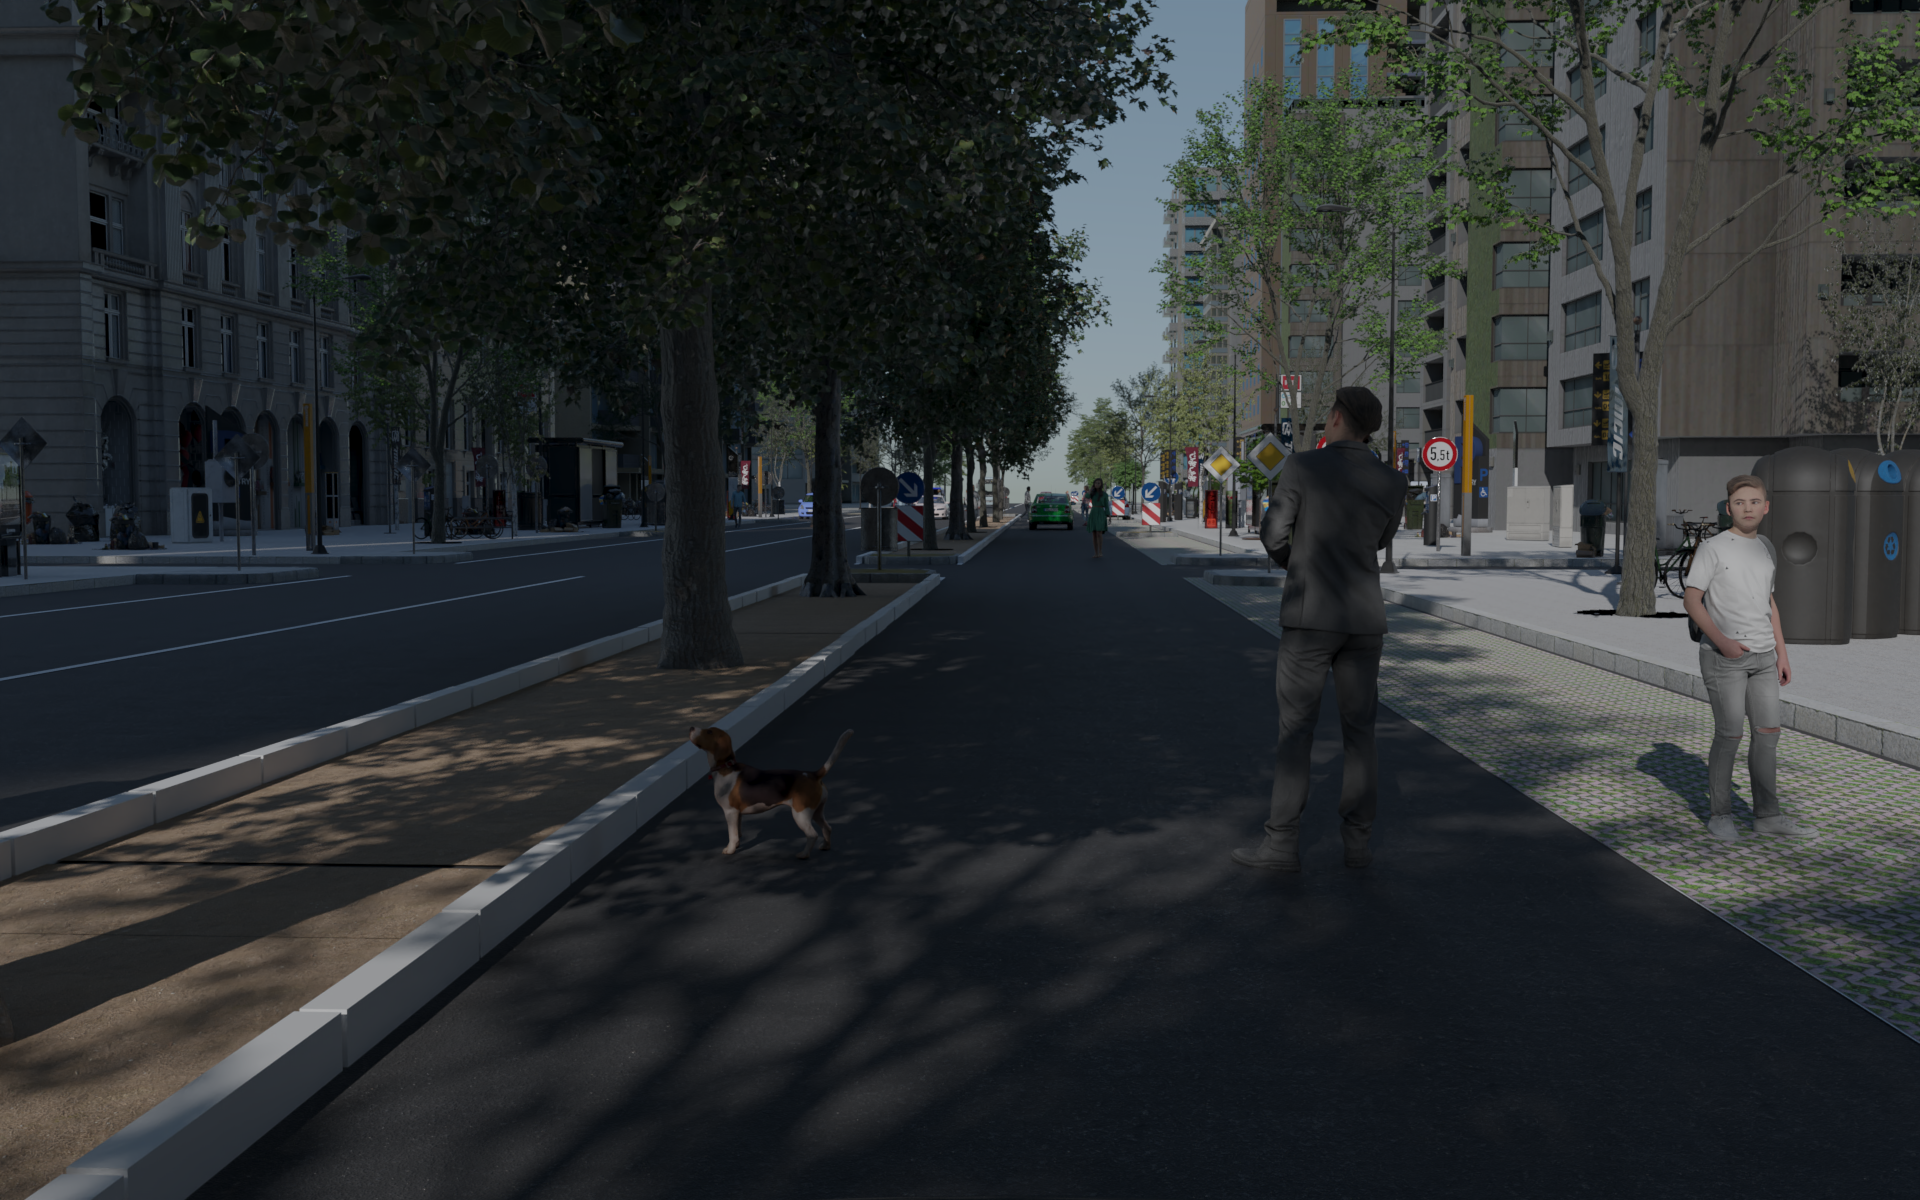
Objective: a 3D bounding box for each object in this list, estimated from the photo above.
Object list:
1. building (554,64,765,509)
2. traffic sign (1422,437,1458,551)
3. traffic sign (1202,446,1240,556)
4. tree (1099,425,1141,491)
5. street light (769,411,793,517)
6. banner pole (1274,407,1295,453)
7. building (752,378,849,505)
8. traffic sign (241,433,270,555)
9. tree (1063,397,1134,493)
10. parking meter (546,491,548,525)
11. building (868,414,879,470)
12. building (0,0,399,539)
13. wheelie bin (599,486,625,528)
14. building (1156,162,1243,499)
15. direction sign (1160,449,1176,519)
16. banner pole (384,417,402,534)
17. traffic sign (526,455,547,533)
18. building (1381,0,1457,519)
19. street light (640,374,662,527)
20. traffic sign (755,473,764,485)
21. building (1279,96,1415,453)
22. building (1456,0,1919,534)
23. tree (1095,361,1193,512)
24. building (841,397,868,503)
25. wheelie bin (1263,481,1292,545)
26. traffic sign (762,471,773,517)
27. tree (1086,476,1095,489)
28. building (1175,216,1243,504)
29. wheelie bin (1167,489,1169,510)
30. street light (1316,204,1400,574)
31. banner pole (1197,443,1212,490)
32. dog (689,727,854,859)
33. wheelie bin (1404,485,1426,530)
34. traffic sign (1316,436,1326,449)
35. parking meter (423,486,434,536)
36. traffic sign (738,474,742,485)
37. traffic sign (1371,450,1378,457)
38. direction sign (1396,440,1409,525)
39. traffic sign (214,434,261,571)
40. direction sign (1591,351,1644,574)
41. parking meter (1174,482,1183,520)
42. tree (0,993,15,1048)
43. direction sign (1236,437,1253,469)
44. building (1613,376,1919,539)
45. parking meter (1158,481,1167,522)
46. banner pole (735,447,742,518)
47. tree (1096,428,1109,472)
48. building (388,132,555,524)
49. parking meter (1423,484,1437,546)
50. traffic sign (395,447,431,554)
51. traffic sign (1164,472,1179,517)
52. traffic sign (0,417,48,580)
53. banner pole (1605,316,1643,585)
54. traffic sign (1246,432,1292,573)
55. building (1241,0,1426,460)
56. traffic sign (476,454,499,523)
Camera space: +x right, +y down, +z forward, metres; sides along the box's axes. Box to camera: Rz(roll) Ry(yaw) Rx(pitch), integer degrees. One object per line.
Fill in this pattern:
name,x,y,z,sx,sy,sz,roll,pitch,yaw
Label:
building,-29.827,-30.659,155.905,22.147,44.769,28.867,0,4,3
traffic sign,10.701,-2.360,38.688,0.768,2.556,0.104,1,4,11
traffic sign,5.421,-1.979,36.002,0.795,2.450,0.064,0,4,3
tree,15.690,-13.481,170.784,4.360,8.622,3.978,0,3,0
street light,-9.949,-7.577,96.421,1.470,5.913,1.316,0,4,3
banner pole,9.332,-3.671,50.034,0.863,3.779,0.401,2,4,24
building,-29.151,-38.619,220.662,28.713,52.752,27.495,0,4,3
traffic sign,-14.785,-2.207,36.195,0.768,2.556,0.104,1,4,10
tree,17.026,-17.408,202.747,7.486,12.596,7.792,0,3,0
parking meter,-16.993,-3.887,71.966,0.372,1.533,0.369,0,3,0
building,-19.944,-30.101,263.850,14.160,30.474,14.107,0,4,3
building,-30.093,-13.372,60.433,13.314,21.916,24.055,0,4,3
wheelie bin,-13.040,-3.497,65.092,0.980,1.594,0.693,-2,4,-32
building,41.224,-38.764,253.395,23.786,49.044,30.456,0,4,3
direction sign,10.677,-5.871,87.981,0.379,3.537,0.876,-2,4,-33
banner pole,-18.452,-4.060,56.402,0.401,3.779,0.863,1,4,18
traffic sign,-13.918,-3.473,56.886,0.768,2.556,0.104,1,4,12
building,34.686,-39.869,90.118,20.563,71.187,20.611,0,4,3
street light,-11.651,-5.753,66.606,1.470,5.913,1.316,0,4,3
traffic sign,-11.646,-6.187,101.257,0.768,2.556,0.104,1,4,12
building,30.909,-21.905,129.841,14.160,30.474,14.107,0,4,3
building,26.179,-18.028,66.452,14.160,30.474,14.107,0,4,3
tree,13.028,-11.389,120.630,7.601,10.594,8.767,-1,4,-22
building,-24.844,-38.012,245.201,21.300,48.544,21.600,0,4,3
wheelie bin,7.596,-1.995,40.527,0.980,1.594,0.693,0,4,-1
traffic sign,-10.677,-5.815,95.186,0.768,2.556,0.104,1,4,12
tree,18.279,-14.760,225.039,4.285,4.588,4.351,0,3,0
building,44.618,-32.685,226.281,32.217,40.220,23.993,0,4,3
wheelie bin,12.750,-6.101,107.666,0.693,1.594,0.980,-2,4,-35
street light,6.404,-3.386,27.906,1.470,5.913,1.316,0,4,3
banner pole,12.003,-5.788,84.651,0.863,3.779,0.401,0,4,3
dog,-0.754,0.758,6.890,0.540,0.507,0.406,-2,4,-33
wheelie bin,16.419,-3.339,62.498,0.980,1.594,0.693,0,4,4
traffic sign,7.848,-2.217,36.353,0.768,2.556,0.104,1,4,9
parking meter,-16.083,-2.702,52.581,0.372,1.533,0.369,0,3,0
traffic sign,-11.575,-5.344,89.508,0.606,2.300,0.079,0,4,8
traffic sign,11.415,-2.981,48.844,0.768,2.556,0.104,1,4,12
direction sign,18.381,-4.929,72.590,0.876,3.537,0.379,-1,4,-10
traffic sign,-12.060,-1.546,28.924,0.795,2.450,0.064,0,4,3
direction sign,10.557,-2.185,27.727,0.876,3.537,0.379,2,4,32
parking meter,10.707,-4.844,84.918,0.399,1.863,0.255,-2,4,-32
tree,-2.804,-5.798,3.908,9.857,13.997,8.962,0,3,0
direction sign,11.299,-4.665,68.264,0.876,3.537,0.379,1,4,12
building,26.532,-17.095,51.205,14.107,30.474,14.160,0,4,3
parking meter,9.148,-4.440,78.312,0.255,1.863,0.399,2,4,32
banner pole,-11.798,-6.258,92.339,0.401,3.779,0.863,1,4,17
tree,14.181,-12.344,152.194,4.737,8.622,4.395,0,3,0
building,-29.020,-17.619,85.330,12.463,27.353,25.104,0,4,3
parking meter,11.770,-2.130,43.234,0.372,1.533,0.369,0,3,0
traffic sign,-11.649,-2.034,36.898,0.795,2.450,0.064,0,4,3
traffic sign,11.152,-5.586,91.435,0.768,2.556,0.104,1,4,9
traffic sign,-14.028,-1.514,25.946,0.795,2.450,0.064,0,4,7
banner pole,9.325,-2.097,24.295,0.863,3.779,0.401,-2,4,-34
traffic sign,5.011,-1.491,28.028,0.795,2.450,0.064,0,4,3
building,31.167,-30.178,143.521,14.600,45.320,14.200,0,4,3
traffic sign,-15.203,-3.399,55.680,0.768,2.556,0.104,1,4,9
